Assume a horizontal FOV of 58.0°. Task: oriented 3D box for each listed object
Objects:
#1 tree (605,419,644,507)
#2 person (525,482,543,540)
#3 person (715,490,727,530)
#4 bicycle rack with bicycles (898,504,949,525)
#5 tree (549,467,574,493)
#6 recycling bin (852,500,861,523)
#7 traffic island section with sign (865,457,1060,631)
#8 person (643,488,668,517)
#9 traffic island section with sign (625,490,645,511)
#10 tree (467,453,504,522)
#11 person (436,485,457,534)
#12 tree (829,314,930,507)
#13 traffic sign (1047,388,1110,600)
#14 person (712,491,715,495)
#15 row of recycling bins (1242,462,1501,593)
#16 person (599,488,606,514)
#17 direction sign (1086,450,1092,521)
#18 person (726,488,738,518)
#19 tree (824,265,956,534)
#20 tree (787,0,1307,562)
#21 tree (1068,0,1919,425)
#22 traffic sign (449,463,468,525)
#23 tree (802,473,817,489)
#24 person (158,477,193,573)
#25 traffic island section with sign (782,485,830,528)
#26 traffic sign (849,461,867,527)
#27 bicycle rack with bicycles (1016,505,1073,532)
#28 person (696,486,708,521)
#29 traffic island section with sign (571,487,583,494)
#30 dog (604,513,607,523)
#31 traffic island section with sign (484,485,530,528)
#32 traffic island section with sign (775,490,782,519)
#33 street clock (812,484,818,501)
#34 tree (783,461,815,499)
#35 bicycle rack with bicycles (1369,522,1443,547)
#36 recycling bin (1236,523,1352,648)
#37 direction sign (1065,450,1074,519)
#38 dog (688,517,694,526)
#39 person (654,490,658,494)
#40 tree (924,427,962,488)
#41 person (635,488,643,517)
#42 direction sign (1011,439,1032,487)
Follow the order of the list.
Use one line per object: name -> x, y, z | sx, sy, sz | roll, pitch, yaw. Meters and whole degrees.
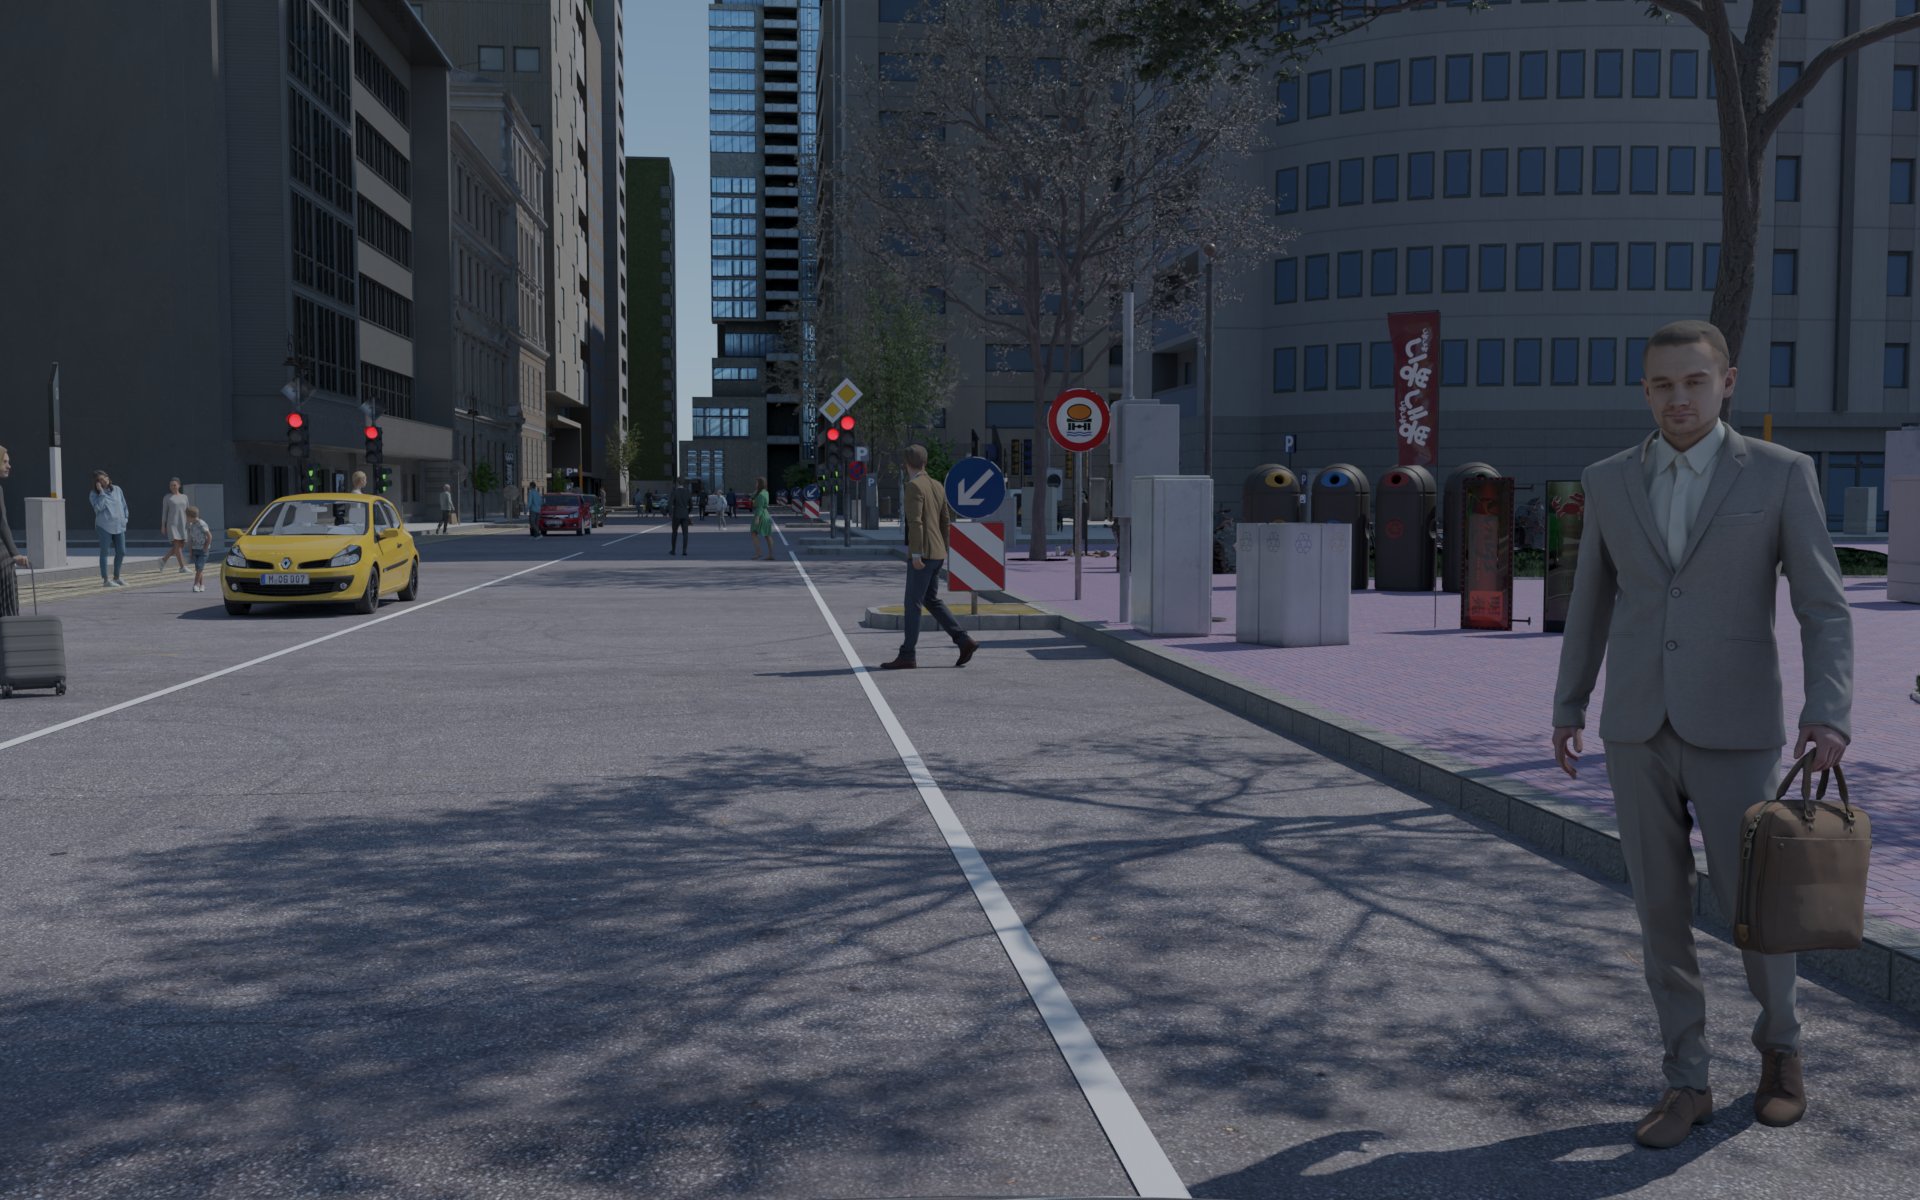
tree -> -32.752, -13.402, 169.489 | 4.737, 8.622, 4.395 | 0, 3, 0
person -> -13.271, -2.790, 54.135 | 0.620, 1.820, 0.660 | 1, 4, 18
person -> -9.542, -3.579, 68.834 | 0.589, 1.601, 0.330 | 3, 5, 40
bicycle rack with bicycles -> -1.446, -3.682, 73.582 | 2.852, 0.926, 2.925 | 1, 4, 9
tree -> -28.204, -7.790, 121.965 | 1.663, 3.219, 1.824 | 0, 3, 0
recycling bin -> -4.308, -3.874, 75.902 | 0.722, 1.027, 0.722 | -1, 4, -20
traffic island section with sign -> -0.031, -0.641, 19.105 | 1.989, 1.847, 2.006 | 0, 4, -7
person -> -19.412, -6.196, 110.020 | 1.509, 1.804, 0.699 | 1, 4, 14
traffic island section with sign -> -27.871, -8.617, 149.516 | 1.989, 1.847, 2.006 | 0, 4, -7
tree -> -21.984, -5.244, 80.346 | 1.663, 3.219, 1.824 | 0, 3, 0
person -> -18.241, -3.213, 61.514 | 0.782, 1.767, 0.515 | 3, 4, 38
tree -> -3.362, -7.325, 70.132 | 4.360, 8.622, 3.978 | 0, 3, 0
traffic sign -> 1.432, -1.273, 20.921 | 0.768, 2.556, 0.104 | 0, 4, -2
person -> -27.369, -11.263, 192.607 | 0.705, 1.831, 1.348 | -1, 4, -10
row of recycling bins -> 5.499, -0.988, 23.262 | 3.534, 1.692, 1.069 | 2, 4, 25
person -> -23.803, -6.541, 115.250 | 0.447, 1.846, 0.655 | -1, 4, -12
direction sign -> 6.239, -5.631, 84.061 | 0.379, 3.537, 0.876 | 1, 4, 21
person -> -13.620, -5.797, 103.459 | 0.721, 1.800, 0.419 | 0, 4, -3
tree -> -1.972, -6.393, 54.885 | 4.737, 8.622, 4.395 | 0, 3, 0
tree -> 1.644, -7.490, 32.825 | 12.009, 13.543, 11.850 | 0, 3, 0
tree -> 3.876, -4.511, 8.168 | 7.601, 10.594, 8.767 | 3, 5, 43
traffic sign -> -20.761, -4.380, 71.722 | 0.768, 2.556, 0.104 | 0, 4, -4
tree -> -13.851, -10.107, 159.856 | 1.663, 3.219, 1.824 | 0, 3, 0
person -> -14.246, -1.354, 31.385 | 0.760, 1.731, 0.466 | 1, 4, 11
traffic island section with sign -> -6.491, -4.018, 74.321 | 1.989, 1.847, 2.006 | 0, 4, -7
traffic sign -> -4.002, -4.114, 67.371 | 0.768, 2.556, 0.104 | 0, 4, -3
bicycle rack with bicycles -> 2.744, -2.752, 58.370 | 2.852, 0.926, 2.925 | -1, 4, -12
person -> -13.890, -5.203, 93.350 | 0.659, 1.850, 0.755 | 0, 4, -7
traffic island section with sign -> -22.046, -5.580, 99.860 | 1.989, 1.847, 2.006 | 0, 4, -7
dog -> -17.492, -4.010, 84.856 | 0.540, 0.507, 0.406 | 0, 4, 4
traffic island section with sign -> -18.874, -3.930, 72.884 | 1.989, 1.847, 2.006 | 0, 4, -7
traffic island section with sign -> -9.642, -5.655, 101.092 | 1.989, 1.847, 2.006 | 0, 4, -7
street clock -> -10.015, -7.024, 119.418 | 0.358, 2.002, 0.471 | -2, 4, -32
tree -> -16.081, -11.541, 172.410 | 4.285, 4.588, 4.351 | 0, 3, 0
bicycle rack with bicycles -> 8.527, -1.119, 31.675 | 2.925, 0.926, 2.852 | 0, 4, -1
recycling bin -> 2.855, -0.140, 14.850 | 0.722, 1.027, 0.722 | -2, 4, -28
direction sign -> 5.792, -5.898, 88.432 | 0.876, 3.537, 0.379 | -1, 4, -19
dog -> -12.341, -3.581, 78.742 | 0.550, 0.427, 0.748 | 1, 4, 20
person -> -29.268, -9.677, 166.659 | 1.348, 1.831, 0.705 | 1, 4, 21
tree -> -0.796, -3.387, 49.986 | 1.663, 3.219, 1.824 | 0, 3, 0
person -> -20.079, -6.090, 108.329 | 0.793, 1.790, 0.793 | 2, 4, 31
direction sign -> 2.542, -4.867, 71.568 | 0.876, 3.537, 0.379 | 1, 4, 18
